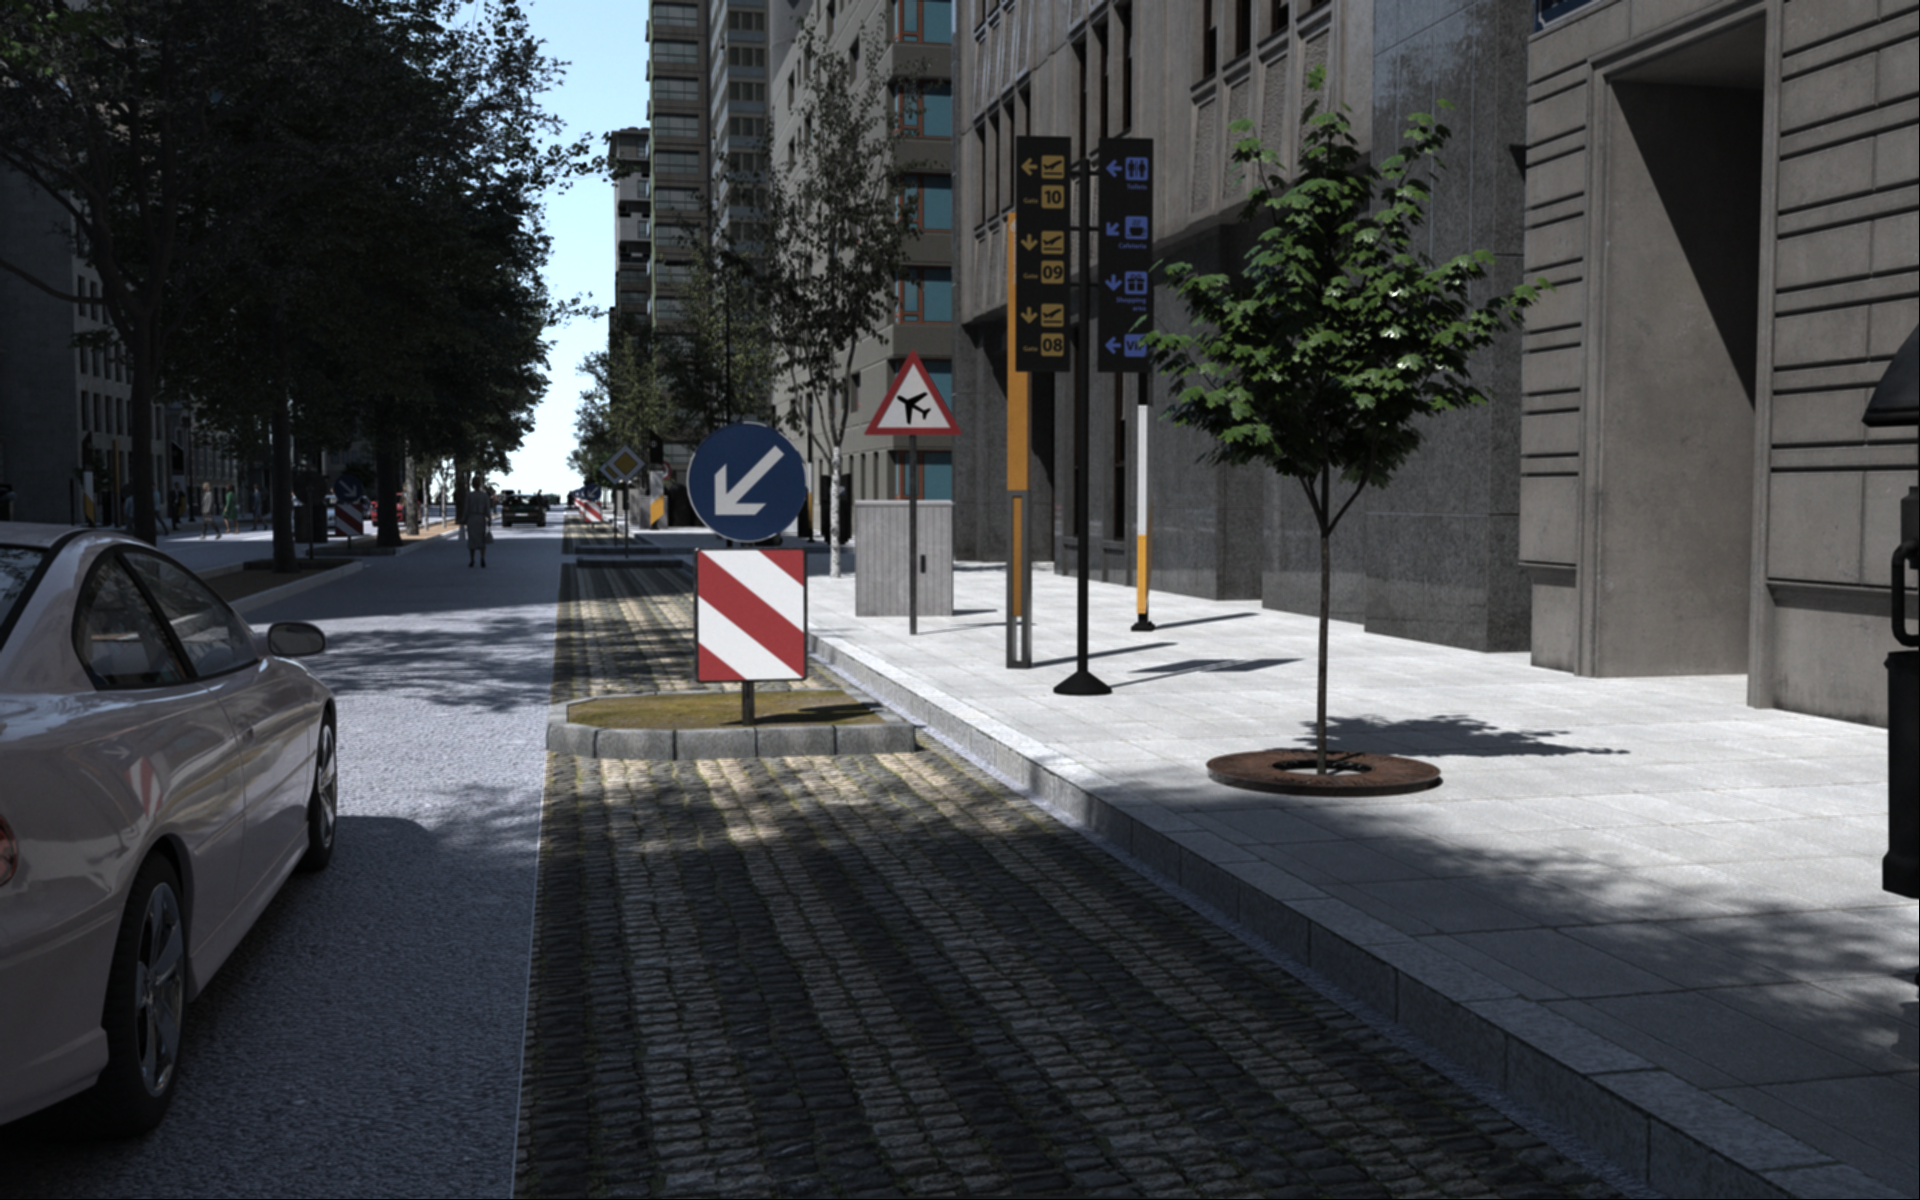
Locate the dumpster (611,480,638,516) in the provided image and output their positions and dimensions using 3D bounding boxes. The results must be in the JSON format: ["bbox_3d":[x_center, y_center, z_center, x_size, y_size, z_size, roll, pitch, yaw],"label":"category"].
[{"bbox_3d":[-19.415,-5.978,100.230,1.502,2.255,1.985,-1,4,-13],"label":"dumpster"}]

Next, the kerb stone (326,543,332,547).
[{"bbox_3d":[-16.005,-1.309,43.607,0.120,0.150,1.000,-1,4,-13],"label":"kerb stone"}]

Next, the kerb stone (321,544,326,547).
[{"bbox_3d":[-15.783,-1.248,42.599,0.120,0.150,1.000,-1,4,-13],"label":"kerb stone"}]

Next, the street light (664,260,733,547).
[{"bbox_3d":[-5.173,-3.797,34.629,1.470,5.913,1.316,-1,4,-13],"label":"street light"}]

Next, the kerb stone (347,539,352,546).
[{"bbox_3d":[-16.911,-1.552,47.600,0.120,0.150,1.000,-1,4,-13],"label":"kerb stone"}]

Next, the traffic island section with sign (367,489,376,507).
[{"bbox_3d":[-46.276,-7.804,136.226,1.989,1.847,2.006,-1,4,-13],"label":"traffic island section with sign"}]

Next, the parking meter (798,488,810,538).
[{"bbox_3d":[-4.597,-2.606,51.024,0.372,1.533,0.369,0,3,0],"label":"parking meter"}]

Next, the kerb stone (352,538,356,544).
[{"bbox_3d":[-17.155,-1.615,48.602,0.120,0.150,1.000,-1,4,-13],"label":"kerb stone"}]

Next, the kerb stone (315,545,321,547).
[{"bbox_3d":[-15.548,-1.187,41.604,0.120,0.150,1.000,-1,4,-13],"label":"kerb stone"}]

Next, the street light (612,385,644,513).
[{"bbox_3d":[-14.053,-6.189,73.725,1.470,5.913,1.316,-1,4,-13],"label":"street light"}]

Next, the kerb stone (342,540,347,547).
[{"bbox_3d":[-16.694,-1.493,46.601,0.120,0.150,1.000,-1,4,-13],"label":"kerb stone"}]

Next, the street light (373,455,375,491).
[{"bbox_3d":[-52.109,-11.195,155.585,1.470,5.913,1.316,-1,4,-13],"label":"street light"}]

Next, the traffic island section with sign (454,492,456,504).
[{"bbox_3d":[-70.299,-14.255,241.697,1.989,1.847,2.006,-1,4,-13],"label":"traffic island section with sign"}]

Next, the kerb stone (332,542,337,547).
[{"bbox_3d":[-16.236,-1.366,44.609,0.120,0.150,1.000,-1,4,-13],"label":"kerb stone"}]

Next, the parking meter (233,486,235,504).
[{"bbox_3d":[-43.280,-5.944,102.889,0.255,1.863,0.399,3,5,43],"label":"parking meter"}]

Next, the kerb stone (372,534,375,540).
[{"bbox_3d":[-18.291,-1.921,53.602,0.120,0.150,1.000,-1,4,-13],"label":"kerb stone"}]

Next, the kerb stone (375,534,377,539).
[{"bbox_3d":[-18.509,-1.982,54.603,0.120,0.150,1.000,-1,4,-13],"label":"kerb stone"}]

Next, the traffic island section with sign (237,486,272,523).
[{"bbox_3d":[-35.062,-4.789,86.926,1.989,1.847,2.006,-1,4,-13],"label":"traffic island section with sign"}]

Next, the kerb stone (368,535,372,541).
[{"bbox_3d":[-18.059,-1.860,52.606,0.120,0.150,1.000,-1,4,-13],"label":"kerb stone"}]

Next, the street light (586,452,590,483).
[{"bbox_3d":[-30.877,-10.718,147.783,1.470,5.913,1.316,-1,4,-13],"label":"street light"}]

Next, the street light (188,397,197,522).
[{"bbox_3d":[-35.014,-6.579,80.100,1.470,5.913,1.316,-1,4,-13],"label":"street light"}]

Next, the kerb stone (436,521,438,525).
[{"bbox_3d":[-24.189,-3.505,79.579,0.120,0.150,1.000,-1,4,-13],"label":"kerb stone"}]

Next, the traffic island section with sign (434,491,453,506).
[{"bbox_3d":[-64.288,-12.641,215.311,1.989,1.847,2.006,-1,4,-13],"label":"traffic island section with sign"}]

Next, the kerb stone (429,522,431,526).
[{"bbox_3d":[-23.284,-3.262,75.584,0.120,0.150,1.000,-1,4,-13],"label":"kerb stone"}]

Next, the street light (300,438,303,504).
[{"bbox_3d":[-42.594,-8.620,113.477,1.470,5.913,1.316,-1,4,-13],"label":"street light"}]

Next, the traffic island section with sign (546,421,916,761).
[{"bbox_3d":[-1.432,-0.098,10.234,1.989,1.847,2.006,-1,4,-13],"label":"traffic island section with sign"}]

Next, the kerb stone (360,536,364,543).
[{"bbox_3d":[-17.602,-1.736,50.607,0.120,0.150,1.000,-1,4,-13],"label":"kerb stone"}]

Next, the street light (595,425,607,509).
[{"bbox_3d":[-23.591,-8.743,115.492,1.470,5.913,1.316,-1,4,-13],"label":"street light"}]

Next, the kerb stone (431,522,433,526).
[{"bbox_3d":[-23.516,-3.327,76.584,0.120,0.150,1.000,-1,4,-13],"label":"kerb stone"}]

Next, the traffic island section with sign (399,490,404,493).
[{"bbox_3d":[-52.264,-9.412,162.510,1.989,1.847,2.006,-1,4,-13],"label":"traffic island section with sign"}]

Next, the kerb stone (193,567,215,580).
[{"bbox_3d":[-12.697,-0.419,29.054,0.120,0.150,1.000,-1,4,-13],"label":"kerb stone"}]

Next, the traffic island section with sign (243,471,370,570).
[{"bbox_3d":[-12.663,-1.553,33.525,2.006,1.907,1.989,-1,4,-13],"label":"traffic island section with sign"}]

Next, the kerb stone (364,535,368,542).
[{"bbox_3d":[-17.827,-1.799,51.604,0.120,0.150,1.000,-1,4,-13],"label":"kerb stone"}]

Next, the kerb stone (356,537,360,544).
[{"bbox_3d":[-17.371,-1.675,49.606,0.120,0.150,1.000,-1,4,-13],"label":"kerb stone"}]

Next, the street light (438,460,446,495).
[{"bbox_3d":[-70.444,-16.104,235.842,1.470,5.913,1.316,-1,4,-13],"label":"street light"}]

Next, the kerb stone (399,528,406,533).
[{"bbox_3d":[-20.787,-2.590,64.594,0.120,0.150,1.000,-1,4,-13],"label":"kerb stone"}]

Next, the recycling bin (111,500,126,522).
[{"bbox_3d":[-38.169,-4.055,78.848,0.722,1.027,0.722,3,5,39],"label":"recycling bin"}]

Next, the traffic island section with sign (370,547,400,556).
[{"bbox_3d":[-14.298,-1.995,40.751,2.006,1.907,1.989,-1,4,-13],"label":"traffic island section with sign"}]

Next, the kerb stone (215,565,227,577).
[{"bbox_3d":[-12.926,-0.479,30.057,0.120,0.150,1.000,-1,4,-13],"label":"kerb stone"}]

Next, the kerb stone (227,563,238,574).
[{"bbox_3d":[-13.143,-0.539,31.056,0.120,0.150,1.000,-1,4,-13],"label":"kerb stone"}]

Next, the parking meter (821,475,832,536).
[{"bbox_3d":[-4.112,-2.928,53.578,0.255,1.863,0.399,2,4,29],"label":"parking meter"}]

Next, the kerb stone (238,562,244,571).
[{"bbox_3d":[-13.384,-0.602,32.050,0.120,0.150,1.000,-1,4,-13],"label":"kerb stone"}]

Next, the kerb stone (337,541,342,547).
[{"bbox_3d":[-16.468,-1.428,45.604,0.120,0.150,1.000,-1,4,-13],"label":"kerb stone"}]

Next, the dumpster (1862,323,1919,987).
[{"bbox_3d":[2.695,0.172,2.939,1.264,1.857,1.865,-1,4,-13],"label":"dumpster"}]

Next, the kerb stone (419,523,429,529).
[{"bbox_3d":[-23.067,-3.200,74.585,0.120,0.150,1.000,-1,4,-13],"label":"kerb stone"}]

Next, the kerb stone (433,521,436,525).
[{"bbox_3d":[-23.973,-3.449,78.579,0.120,0.150,1.000,-1,4,-13],"label":"kerb stone"}]

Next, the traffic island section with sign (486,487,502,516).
[{"bbox_3d":[-30.987,-6.476,114.019,2.006,1.907,1.989,-1,4,-13],"label":"traffic island section with sign"}]

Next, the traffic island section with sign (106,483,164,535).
[{"bbox_3d":[-29.071,-3.181,60.642,1.989,1.847,2.006,-1,4,-13],"label":"traffic island section with sign"}]

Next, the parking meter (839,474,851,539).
[{"bbox_3d":[-3.320,-2.671,49.388,0.399,1.863,0.255,2,4,24],"label":"parking meter"}]

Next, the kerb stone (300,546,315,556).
[{"bbox_3d":[-15.322,-1.126,40.598,0.120,0.150,1.000,-1,4,-13],"label":"kerb stone"}]
